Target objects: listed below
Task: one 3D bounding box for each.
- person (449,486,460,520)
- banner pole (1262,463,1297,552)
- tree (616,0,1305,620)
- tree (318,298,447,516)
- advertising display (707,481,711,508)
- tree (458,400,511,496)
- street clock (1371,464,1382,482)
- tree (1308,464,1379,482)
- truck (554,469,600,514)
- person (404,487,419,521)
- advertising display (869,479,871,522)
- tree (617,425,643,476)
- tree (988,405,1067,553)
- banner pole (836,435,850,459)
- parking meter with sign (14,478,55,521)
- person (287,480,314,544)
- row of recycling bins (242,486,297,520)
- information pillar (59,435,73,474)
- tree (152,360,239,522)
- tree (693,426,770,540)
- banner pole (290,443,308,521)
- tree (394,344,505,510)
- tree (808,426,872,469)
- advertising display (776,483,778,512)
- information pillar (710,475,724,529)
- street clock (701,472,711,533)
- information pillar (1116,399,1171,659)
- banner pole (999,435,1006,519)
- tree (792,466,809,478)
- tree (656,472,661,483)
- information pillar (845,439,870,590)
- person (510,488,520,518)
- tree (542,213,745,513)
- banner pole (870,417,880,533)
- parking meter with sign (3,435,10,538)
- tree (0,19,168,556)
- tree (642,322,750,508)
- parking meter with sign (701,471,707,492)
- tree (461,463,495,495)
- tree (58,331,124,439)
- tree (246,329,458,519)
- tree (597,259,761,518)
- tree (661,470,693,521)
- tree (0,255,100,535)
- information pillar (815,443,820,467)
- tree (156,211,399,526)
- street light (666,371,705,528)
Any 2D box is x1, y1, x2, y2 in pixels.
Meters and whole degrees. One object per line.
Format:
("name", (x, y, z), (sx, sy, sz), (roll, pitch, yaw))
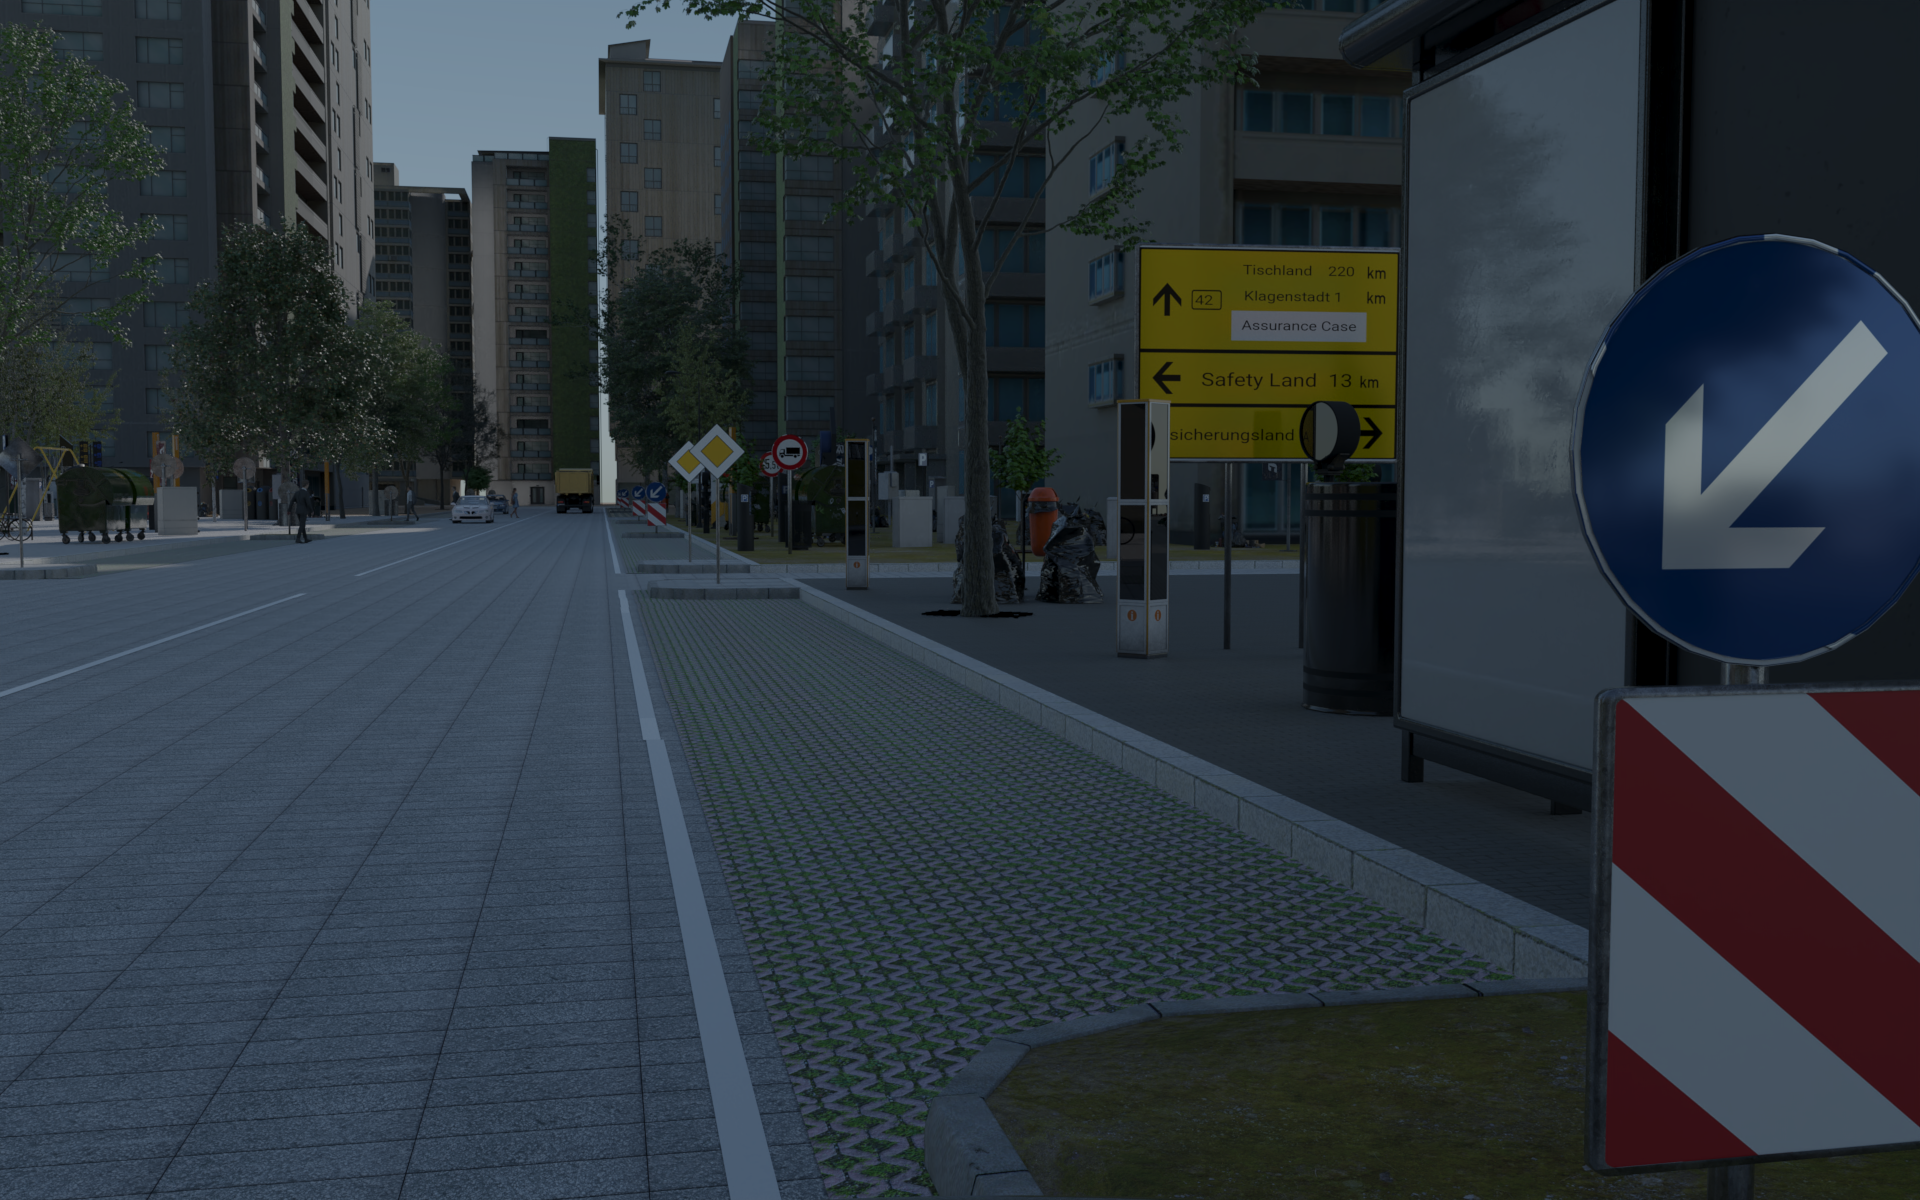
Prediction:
("person", (-26.997, -5.155, 92.566), (0.755, 1.850, 0.659), (-2, 4, -32))
("banner pole", (7.146, -2.982, 38.768), (0.863, 3.779, 0.401), (2, 4, 30))
("tree", (0.028, -5.635, 17.882), (9.928, 11.665, 9.643), (0, 3, 0))
("tree", (-33.825, -11.160, 100.592), (7.486, 12.596, 7.792), (0, 3, 0))
("advertising display", (-12.176, -4.986, 86.732), (0.974, 1.923, 0.123), (-1, 4, -22))
("tree", (-46.421, -13.928, 162.127), (8.767, 10.594, 7.601), (-1, 4, -18))
("street clock", (9.996, -2.281, 41.860), (0.358, 2.002, 0.471), (0, 4, -6))
("tree", (8.805, -2.721, 39.087), (1.663, 3.219, 1.824), (0, 3, 0))
("truck", (-29.007, -8.243, 130.696), (3.469, 3.379, 9.791), (-1, 4, -10))
("person", (-28.910, -5.058, 91.297), (0.850, 1.850, 0.679), (1, 4, 16))
("advertising display", (-3.862, -4.169, 73.370), (0.123, 1.923, 0.974), (0, 4, 1))
("tree", (-27.962, -12.428, 153.556), (4.737, 8.622, 4.395), (0, 3, 0))
("tree", (1.232, -2.650, 37.930), (1.663, 3.219, 1.824), (0, 3, 0))
("banner pole", (-4.962, -5.111, 73.576), (0.863, 3.779, 0.401), (0, 4, 0))
("parking meter with sign", (-44.107, -5.269, 82.416), (1.738, 3.016, 0.543), (-1, 4, -9))
("person", (-19.032, -2.567, 50.250), (0.659, 1.850, 0.755), (2, 4, 27))
("row of recycling bins", (-34.166, -4.818, 85.889), (3.534, 1.692, 1.069), (2, 4, 25))
("information pillar", (-35.216, -4.706, 68.297), (0.504, 3.616, 0.183), (0, 4, -3))
("tree", (-34.562, -7.896, 79.460), (4.360, 8.622, 3.978), (0, 3, 0))
("tree", (-6.372, -3.336, 49.151), (1.663, 3.219, 1.824), (0, 3, 0))
("banner pole", (-31.969, -5.729, 83.680), (0.863, 3.779, 0.401), (-3, 4, -38))
("tree", (-42.436, -14.152, 141.750), (12.009, 13.543, 11.850), (0, 3, 0))
("tree", (-5.730, -6.089, 83.271), (4.285, 4.588, 4.351), (0, 3, 0))
("advertising display", (-10.198, -5.838, 100.658), (0.974, 1.923, 0.123), (0, 4, -1))
("information pillar", (-8.957, -4.435, 63.873), (0.504, 3.616, 0.183), (1, 4, 9))
("street clock", (-8.258, -3.169, 56.378), (0.358, 2.002, 0.471), (0, 4, -1))
("information pillar", (1.436, -0.555, 13.570), (0.304, 2.012, 0.304), (3, 5, 41))
("banner pole", (1.943, -5.136, 73.986), (0.863, 3.779, 0.401), (-1, 4, -8))
("tree", (-9.419, -6.650, 103.323), (1.663, 3.219, 1.824), (0, 3, 0))
("tree", (-23.460, -8.648, 135.989), (1.663, 3.219, 1.824), (0, 3, 0))
("information pillar", (-1.374, -1.147, 23.242), (0.304, 2.012, 0.304), (0, 4, 1))
("person", (-26.697, -5.816, 103.693), (0.778, 1.811, 0.616), (2, 4, 31))
("tree", (-21.380, -16.047, 118.261), (12.611, 20.169, 13.585), (0, 3, 0))
("banner pole", (-2.765, -4.052, 56.260), (0.401, 3.779, 0.863), (-1, 4, -12))
("parking meter with sign", (-28.753, -3.321, 50.559), (1.738, 3.016, 0.543), (-3, 4, -36))
("tree", (-20.618, -6.750, 36.113), (9.928, 11.665, 9.643), (0, 3, 0))
("tree", (-11.026, -7.509, 73.133), (4.737, 8.622, 4.395), (0, 3, 0))
("parking meter with sign", (-15.282, -6.554, 103.415), (0.543, 3.016, 1.738), (-1, 4, -9))
("tree", (-49.127, -11.799, 176.623), (4.285, 4.588, 4.351), (0, 3, 0))
("tree", (-40.783, -7.890, 79.358), (4.737, 8.622, 4.395), (0, 3, 0))
("tree", (-32.302, -9.506, 89.835), (7.601, 10.594, 8.767), (3, 4, 38))
("tree", (-15.142, -11.442, 93.731), (9.857, 13.997, 8.962), (0, 3, 0))
("tree", (-12.657, -5.310, 81.414), (1.663, 3.219, 1.824), (0, 3, 0))
("tree", (-29.259, -6.344, 54.086), (4.360, 8.622, 3.978), (0, 3, 0))
("information pillar", (-6.026, -5.081, 74.434), (0.504, 3.616, 0.183), (3, 5, 43))
("tree", (-27.735, -9.403, 70.749), (9.611, 12.733, 9.660), (0, 3, 0))
("street light", (-10.401, -5.686, 65.514), (1.470, 5.913, 1.316), (-1, 4, -12))
